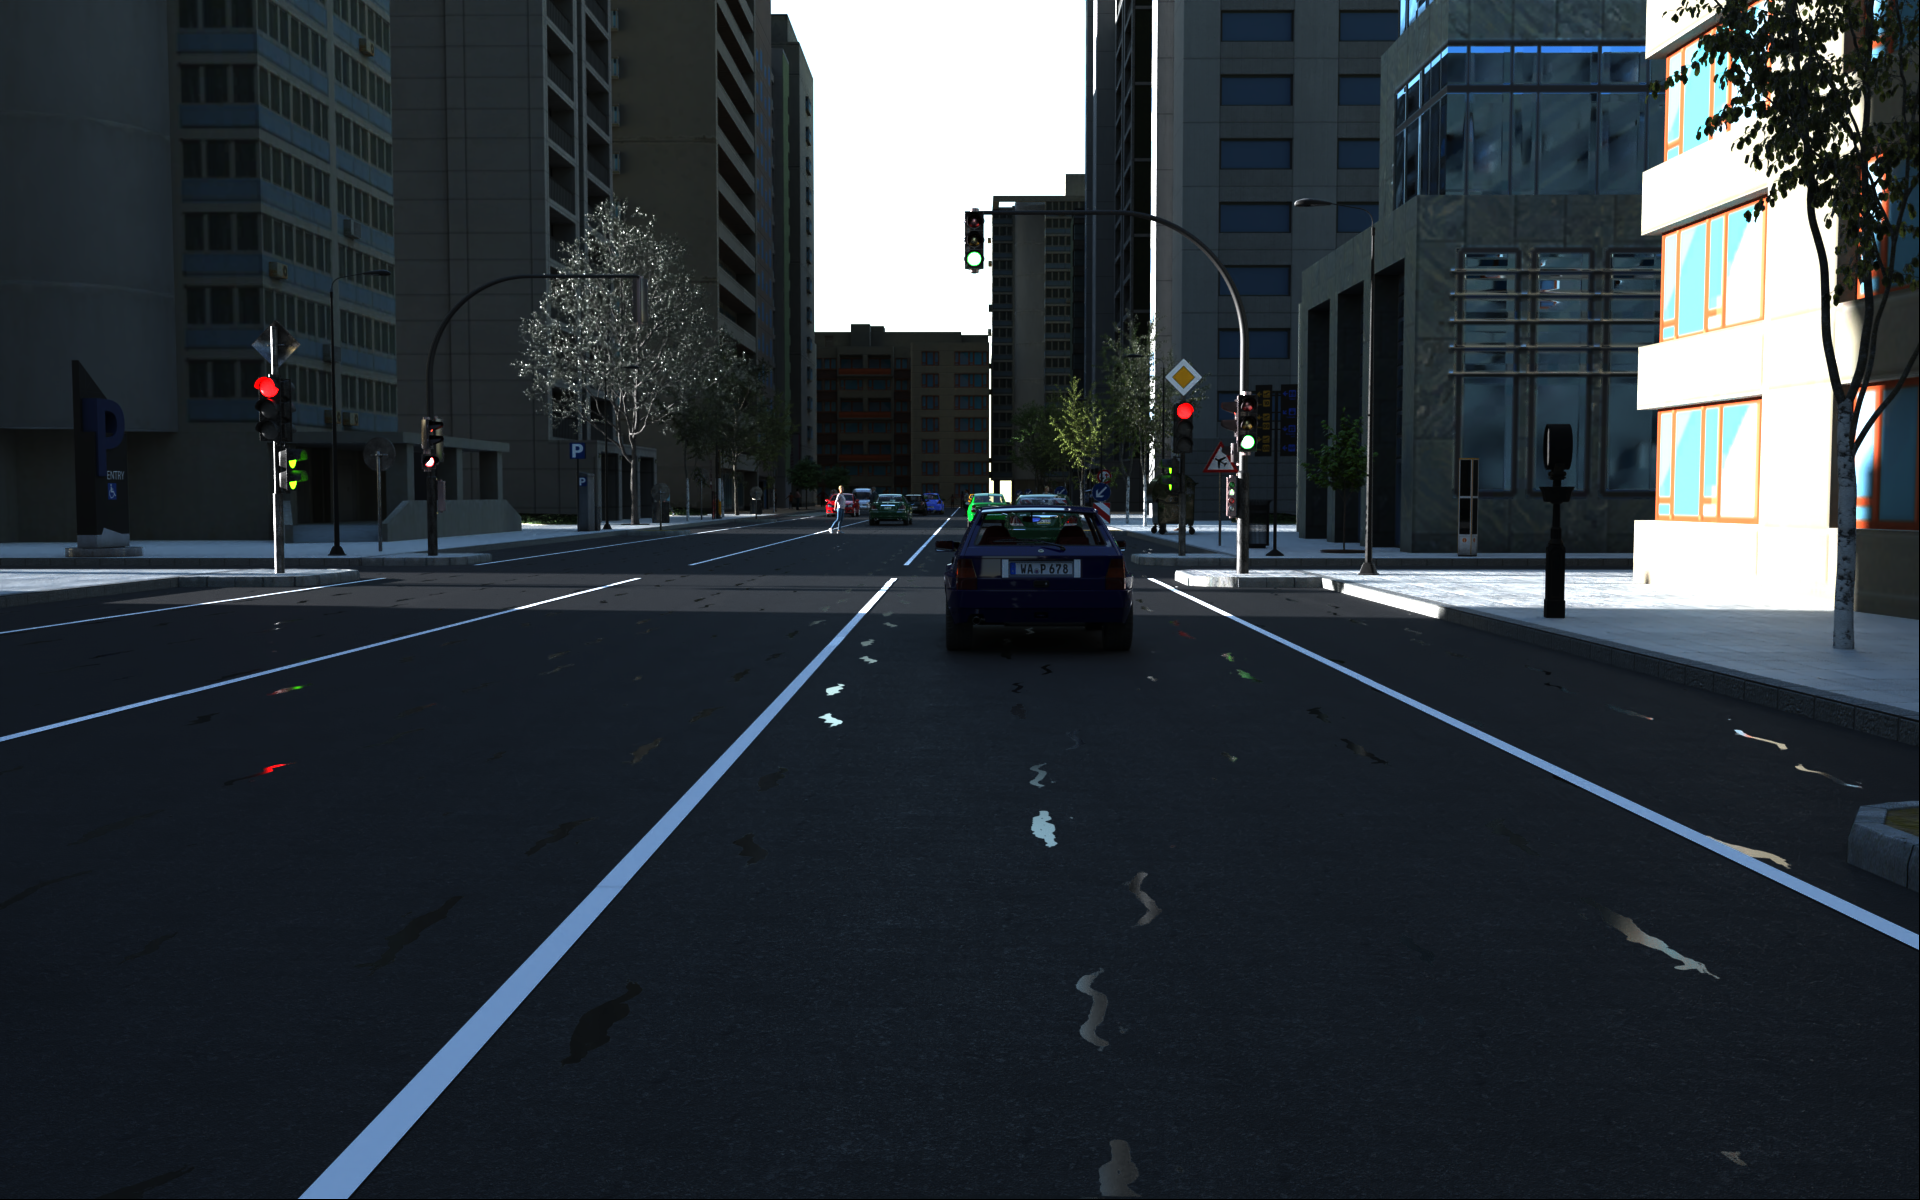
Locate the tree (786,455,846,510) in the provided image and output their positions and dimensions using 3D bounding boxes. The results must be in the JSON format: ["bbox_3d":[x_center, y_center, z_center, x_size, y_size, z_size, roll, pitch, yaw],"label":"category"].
[{"bbox_3d":[-12.536,-9.694,142.208,4.285,4.588,4.351,0,3,0],"label":"tree"}]

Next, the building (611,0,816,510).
[{"bbox_3d":[-26.041,-33.621,173.407,21.600,48.544,21.300,0,4,0],"label":"building"}]

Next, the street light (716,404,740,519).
[{"bbox_3d":[-12.009,-7.144,89.341,1.470,5.913,1.316,0,4,0],"label":"street light"}]

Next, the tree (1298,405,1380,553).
[{"bbox_3d":[8.459,-2.656,38.027,1.663,3.219,1.824,0,3,0],"label":"tree"}]

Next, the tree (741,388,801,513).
[{"bbox_3d":[-13.045,-10.306,118.868,4.737,8.622,4.395,0,3,0],"label":"tree"}]

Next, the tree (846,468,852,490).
[{"bbox_3d":[-12.875,-12.125,181.964,4.285,4.588,4.351,0,3,0],"label":"tree"}]

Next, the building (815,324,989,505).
[{"bbox_3d":[-11.004,-22.403,211.329,28.899,21.520,27.650,0,4,0],"label":"building"}]

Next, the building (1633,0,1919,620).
[{"bbox_3d":[23.549,-10.096,10.108,27.650,21.520,28.899,0,4,0],"label":"building"}]

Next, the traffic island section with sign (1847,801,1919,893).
[{"bbox_3d":[4.440,0.145,6.251,1.989,1.847,2.006,0,4,0],"label":"traffic island section with sign"}]

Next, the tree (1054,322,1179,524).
[{"bbox_3d":[7.452,-7.649,75.421,4.737,8.622,4.395,0,3,0],"label":"tree"}]

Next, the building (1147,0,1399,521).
[{"bbox_3d":[21.226,-33.876,95.877,21.231,58.520,28.212,0,4,0],"label":"building"}]

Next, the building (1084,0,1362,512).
[{"bbox_3d":[21.639,-37.444,154.203,21.231,58.520,28.212,0,4,0],"label":"building"}]

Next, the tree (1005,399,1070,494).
[{"bbox_3d":[8.700,-16.084,188.733,9.928,11.665,9.643,0,3,0],"label":"tree"}]

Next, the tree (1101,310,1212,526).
[{"bbox_3d":[7.578,-7.253,68.949,4.360,8.622,3.978,0,3,0],"label":"tree"}]

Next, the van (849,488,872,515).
[{"bbox_3d":[-6.760,-6.889,119.640,2.013,2.044,4.112,0,4,-1],"label":"van"}]

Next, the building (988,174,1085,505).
[{"bbox_3d":[15.456,-31.861,212.813,23.993,40.220,32.217,0,4,0],"label":"building"}]

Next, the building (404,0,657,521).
[{"bbox_3d":[-26.578,-39.673,86.912,20.563,71.187,20.611,0,4,0],"label":"building"}]

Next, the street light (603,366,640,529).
[{"bbox_3d":[-12.270,-5.515,62.714,1.470,5.913,1.316,0,4,0],"label":"street light"}]

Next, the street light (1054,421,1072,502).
[{"bbox_3d":[6.555,-8.458,110.826,1.470,5.913,1.316,0,4,0],"label":"street light"}]

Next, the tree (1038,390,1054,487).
[{"bbox_3d":[7.469,-9.531,106.188,4.737,8.622,4.395,0,3,0],"label":"tree"}]

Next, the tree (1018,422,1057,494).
[{"bbox_3d":[7.904,-13.659,173.682,4.360,8.622,3.978,0,3,0],"label":"tree"}]

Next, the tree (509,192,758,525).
[{"bbox_3d":[-13.652,-9.859,71.565,12.009,13.543,11.850,0,3,0],"label":"tree"}]

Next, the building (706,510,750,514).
[{"bbox_3d":[-26.226,-30.455,121.635,21.300,48.544,21.600,0,4,0],"label":"building"}]

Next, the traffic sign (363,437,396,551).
[{"bbox_3d":[-12.967,-2.359,38.673,0.768,2.556,0.104,0,4,8],"label":"traffic sign"}]

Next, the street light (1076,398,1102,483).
[{"bbox_3d":[6.345,-6.829,84.198,1.470,5.913,1.316,0,4,0],"label":"street light"}]

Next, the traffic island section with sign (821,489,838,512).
[{"bbox_3d":[-9.987,-7.904,137.863,1.989,1.847,2.006,0,4,0],"label":"traffic island section with sign"}]

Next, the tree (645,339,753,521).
[{"bbox_3d":[-12.499,-7.979,80.814,4.360,8.622,3.978,0,3,0],"label":"tree"}]

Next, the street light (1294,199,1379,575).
[{"bbox_3d":[5.957,-3.355,27.391,1.470,5.913,1.316,0,4,0],"label":"street light"}]

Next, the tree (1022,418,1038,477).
[{"bbox_3d":[7.119,-10.293,118.646,4.737,8.622,4.395,0,3,0],"label":"tree"}]

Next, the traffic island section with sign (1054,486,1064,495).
[{"bbox_3d":[4.998,-4.880,88.415,1.989,1.847,2.006,0,4,0],"label":"traffic island section with sign"}]

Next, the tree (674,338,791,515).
[{"bbox_3d":[-13.792,-10.390,104.282,7.601,10.594,8.767,-2,4,-27],"label":"tree"}]

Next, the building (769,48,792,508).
[{"bbox_3d":[-22.857,-28.789,154.292,14.154,41.232,14.086,0,4,0],"label":"building"}]

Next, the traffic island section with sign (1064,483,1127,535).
[{"bbox_3d":[4.805,-3.198,60.918,1.989,1.847,2.006,0,4,0],"label":"traffic island section with sign"}]

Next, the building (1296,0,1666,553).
[{"bbox_3d":[25.401,-44.857,46.089,31.000,86.520,22.319,0,4,0],"label":"building"}]

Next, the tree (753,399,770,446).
[{"bbox_3d":[-12.903,-8.864,95.284,4.360,8.622,3.978,0,3,0],"label":"tree"}]

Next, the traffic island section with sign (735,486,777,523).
[{"bbox_3d":[-10.326,-4.846,87.867,1.989,1.847,2.006,0,4,0],"label":"traffic island section with sign"}]

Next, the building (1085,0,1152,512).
[{"bbox_3d":[20.406,-42.245,128.957,20.563,71.187,20.611,0,4,0],"label":"building"}]

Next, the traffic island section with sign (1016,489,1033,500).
[{"bbox_3d":[5.340,-7.933,138.335,1.989,1.847,2.006,0,4,0],"label":"traffic island section with sign"}]

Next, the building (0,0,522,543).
[{"bbox_3d":[-31.436,-22.046,52.338,32.217,40.220,23.993,0,4,0],"label":"building"}]

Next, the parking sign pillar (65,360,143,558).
[{"bbox_3d":[-17.633,-2.881,35.572,1.447,3.967,1.447,0,4,2],"label":"parking sign pillar"}]

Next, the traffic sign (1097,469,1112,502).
[{"bbox_3d":[7.396,-5.420,88.726,0.768,2.556,0.104,1,4,10],"label":"traffic sign"}]

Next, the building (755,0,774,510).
[{"bbox_3d":[-22.819,-29.937,139.577,14.600,45.320,14.200,0,4,0],"label":"building"}]

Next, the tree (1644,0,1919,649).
[{"bbox_3d":[7.321,-3.885,13.882,4.360,8.622,3.978,0,3,0],"label":"tree"}]

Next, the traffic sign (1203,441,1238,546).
[{"bbox_3d":[6.433,-2.619,42.816,0.884,2.594,0.081,0,4,1],"label":"traffic sign"}]

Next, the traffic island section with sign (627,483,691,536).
[{"bbox_3d":[-10.521,-3.185,60.709,1.989,1.847,2.006,0,4,0],"label":"traffic island section with sign"}]

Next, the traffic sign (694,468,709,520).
[{"bbox_3d":[-12.793,-5.233,85.661,0.768,2.556,0.104,0,4,1],"label":"traffic sign"}]

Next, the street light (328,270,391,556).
[{"bbox_3d":[-12.480,-3.882,36.016,1.470,5.913,1.316,0,4,0],"label":"street light"}]

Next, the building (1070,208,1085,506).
[{"bbox_3d":[18.157,-24.782,176.893,14.160,30.474,14.107,0,4,0],"label":"building"}]
